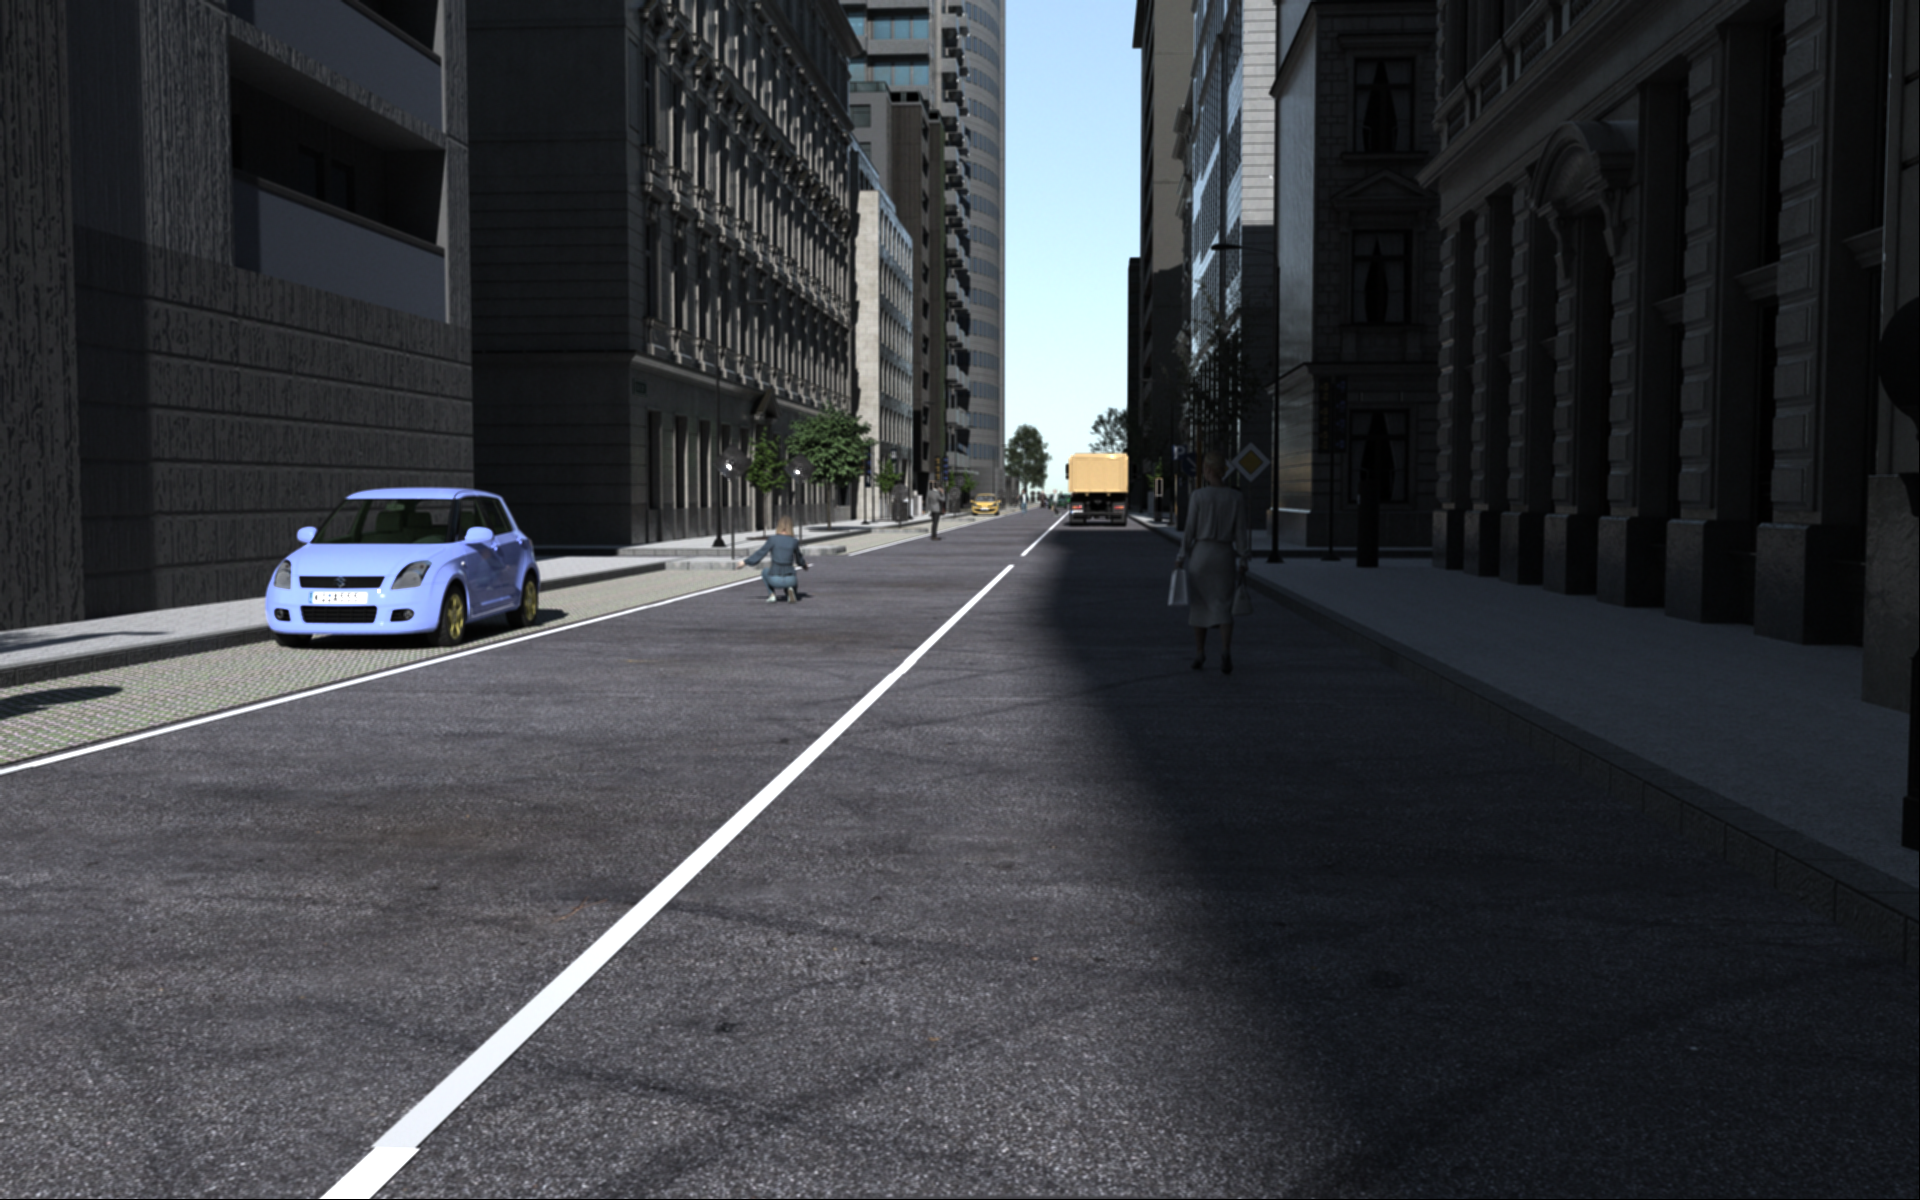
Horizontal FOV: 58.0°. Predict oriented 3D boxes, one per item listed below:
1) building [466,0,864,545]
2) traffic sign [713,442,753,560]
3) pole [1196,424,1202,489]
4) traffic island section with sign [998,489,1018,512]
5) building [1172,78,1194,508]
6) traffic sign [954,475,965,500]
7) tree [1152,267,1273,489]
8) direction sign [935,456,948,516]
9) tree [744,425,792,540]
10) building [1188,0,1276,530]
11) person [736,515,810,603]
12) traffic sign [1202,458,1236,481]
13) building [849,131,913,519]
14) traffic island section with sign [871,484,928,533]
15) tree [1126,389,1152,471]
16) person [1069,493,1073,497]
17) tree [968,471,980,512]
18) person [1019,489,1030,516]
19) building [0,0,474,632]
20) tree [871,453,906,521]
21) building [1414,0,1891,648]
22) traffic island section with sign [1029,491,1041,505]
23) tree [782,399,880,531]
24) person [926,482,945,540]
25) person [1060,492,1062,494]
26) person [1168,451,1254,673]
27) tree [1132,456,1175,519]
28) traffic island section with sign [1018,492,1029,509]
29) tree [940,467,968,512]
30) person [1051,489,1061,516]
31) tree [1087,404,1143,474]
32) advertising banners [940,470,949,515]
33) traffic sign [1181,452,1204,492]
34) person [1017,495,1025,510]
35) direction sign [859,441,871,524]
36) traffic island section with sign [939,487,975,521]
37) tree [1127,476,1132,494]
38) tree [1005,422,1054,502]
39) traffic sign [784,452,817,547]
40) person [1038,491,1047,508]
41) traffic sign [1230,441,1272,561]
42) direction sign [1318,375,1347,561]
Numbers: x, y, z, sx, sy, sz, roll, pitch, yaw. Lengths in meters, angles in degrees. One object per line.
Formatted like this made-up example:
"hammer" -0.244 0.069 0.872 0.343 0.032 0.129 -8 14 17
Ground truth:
"building" -14.528 -17.617 64.455 17.030 29.872 44.131 0 4 4
"traffic sign" -4.431 -1.843 33.781 0.795 2.450 0.064 0 4 4
"pole" 6.999 -3.479 50.719 0.158 3.312 0.155 0 3 0
"traffic island section with sign" 3.473 -8.133 141.600 1.989 1.847 2.006 0 4 4
"building" 19.977 -19.288 102.752 14.401 28.519 23.554 0 4 4
"traffic sign" -0.029 -7.126 116.614 0.768 2.556 0.104 1 4 11
"tree" 8.534 -6.503 56.684 4.360 8.622 3.978 0 3 0
"direction sign" -1.112 -6.830 103.665 0.876 3.537 0.379 -2 4 -27
"tree" -5.397 -3.319 48.869 1.663 3.219 1.824 0 3 0
"building" 16.475 -18.239 75.701 11.434 29.767 29.804 0 4 4
"person" -2.465 -0.549 22.968 1.012 1.151 0.738 -1 4 -11
"traffic sign" 6.121 -2.284 40.993 0.795 2.450 0.064 0 4 4
"building" -8.629 -14.736 95.678 10.420 20.320 16.860 0 4 4
"traffic island section with sign" -2.208 -3.412 64.413 1.989 1.847 2.006 0 4 4
"tree" 13.613 -10.379 120.055 4.360 8.622 3.978 0 3 0
"person" 13.377 -11.964 204.066 1.348 1.831 0.705 1 4 22
"tree" 0.368 -8.150 127.853 1.663 3.219 1.824 0 3 0
"person" 4.202 -6.413 113.702 0.623 1.781 0.721 -1 4 -22
"building" -22.400 -29.464 23.740 28.212 58.520 21.231 0 4 4
"tree" -3.310 -5.350 82.075 1.663 3.219 1.824 0 3 0
"building" 12.423 -11.707 20.292 11.050 23.489 19.941 0 4 4
"traffic island section with sign" 9.470 -13.112 223.009 1.989 1.847 2.006 0 4 4
"tree" -4.460 -4.665 59.994 4.285 4.588 4.351 0 3 0
"person" -0.754 -2.754 53.711 0.473 1.802 0.592 -2 4 -29
"person" 14.400 -14.592 247.167 1.348 1.812 0.705 -2 4 -31
"person" 2.014 -0.311 13.933 0.694 1.780 0.624 1 4 11
"tree" 10.219 -5.765 88.857 1.663 3.219 1.824 0 3 0
"traffic island section with sign" 5.460 -9.777 168.482 1.989 1.847 2.006 0 4 4
"tree" -0.543 -7.831 122.632 1.663 3.219 1.824 0 3 0
"person" 6.231 -6.332 112.515 0.515 1.767 0.782 -1 4 -8
"tree" 18.558 -16.789 200.258 9.928 11.665 9.643 0 3 0
"advertising banners" -1.016 -6.885 108.762 0.090 3.025 2.074 -1 4 -16
"traffic sign" 7.047 -3.186 52.195 0.768 2.556 0.104 1 4 9
"person" 5.680 -9.023 156.731 1.217 1.736 0.721 0 4 -1
"direction sign" -4.034 -4.990 73.576 0.379 3.537 0.876 2 4 33
"traffic island section with sign" -0.226 -5.056 91.296 1.989 1.847 2.006 0 4 4
"tree" 15.323 -10.026 158.529 1.663 3.219 1.824 0 3 0
"tree" 10.459 -21.924 275.464 9.611 12.733 9.660 0 3 0
"traffic sign" -3.845 -2.330 41.745 0.795 2.450 0.064 0 4 4
"person" 8.409 -10.203 175.867 0.990 1.755 0.434 1 4 23
"traffic sign" 5.535 -1.797 33.029 0.795 2.450 0.064 0 4 4
"direction sign" 7.155 -2.527 33.318 0.379 3.537 0.876 -2 4 -23
